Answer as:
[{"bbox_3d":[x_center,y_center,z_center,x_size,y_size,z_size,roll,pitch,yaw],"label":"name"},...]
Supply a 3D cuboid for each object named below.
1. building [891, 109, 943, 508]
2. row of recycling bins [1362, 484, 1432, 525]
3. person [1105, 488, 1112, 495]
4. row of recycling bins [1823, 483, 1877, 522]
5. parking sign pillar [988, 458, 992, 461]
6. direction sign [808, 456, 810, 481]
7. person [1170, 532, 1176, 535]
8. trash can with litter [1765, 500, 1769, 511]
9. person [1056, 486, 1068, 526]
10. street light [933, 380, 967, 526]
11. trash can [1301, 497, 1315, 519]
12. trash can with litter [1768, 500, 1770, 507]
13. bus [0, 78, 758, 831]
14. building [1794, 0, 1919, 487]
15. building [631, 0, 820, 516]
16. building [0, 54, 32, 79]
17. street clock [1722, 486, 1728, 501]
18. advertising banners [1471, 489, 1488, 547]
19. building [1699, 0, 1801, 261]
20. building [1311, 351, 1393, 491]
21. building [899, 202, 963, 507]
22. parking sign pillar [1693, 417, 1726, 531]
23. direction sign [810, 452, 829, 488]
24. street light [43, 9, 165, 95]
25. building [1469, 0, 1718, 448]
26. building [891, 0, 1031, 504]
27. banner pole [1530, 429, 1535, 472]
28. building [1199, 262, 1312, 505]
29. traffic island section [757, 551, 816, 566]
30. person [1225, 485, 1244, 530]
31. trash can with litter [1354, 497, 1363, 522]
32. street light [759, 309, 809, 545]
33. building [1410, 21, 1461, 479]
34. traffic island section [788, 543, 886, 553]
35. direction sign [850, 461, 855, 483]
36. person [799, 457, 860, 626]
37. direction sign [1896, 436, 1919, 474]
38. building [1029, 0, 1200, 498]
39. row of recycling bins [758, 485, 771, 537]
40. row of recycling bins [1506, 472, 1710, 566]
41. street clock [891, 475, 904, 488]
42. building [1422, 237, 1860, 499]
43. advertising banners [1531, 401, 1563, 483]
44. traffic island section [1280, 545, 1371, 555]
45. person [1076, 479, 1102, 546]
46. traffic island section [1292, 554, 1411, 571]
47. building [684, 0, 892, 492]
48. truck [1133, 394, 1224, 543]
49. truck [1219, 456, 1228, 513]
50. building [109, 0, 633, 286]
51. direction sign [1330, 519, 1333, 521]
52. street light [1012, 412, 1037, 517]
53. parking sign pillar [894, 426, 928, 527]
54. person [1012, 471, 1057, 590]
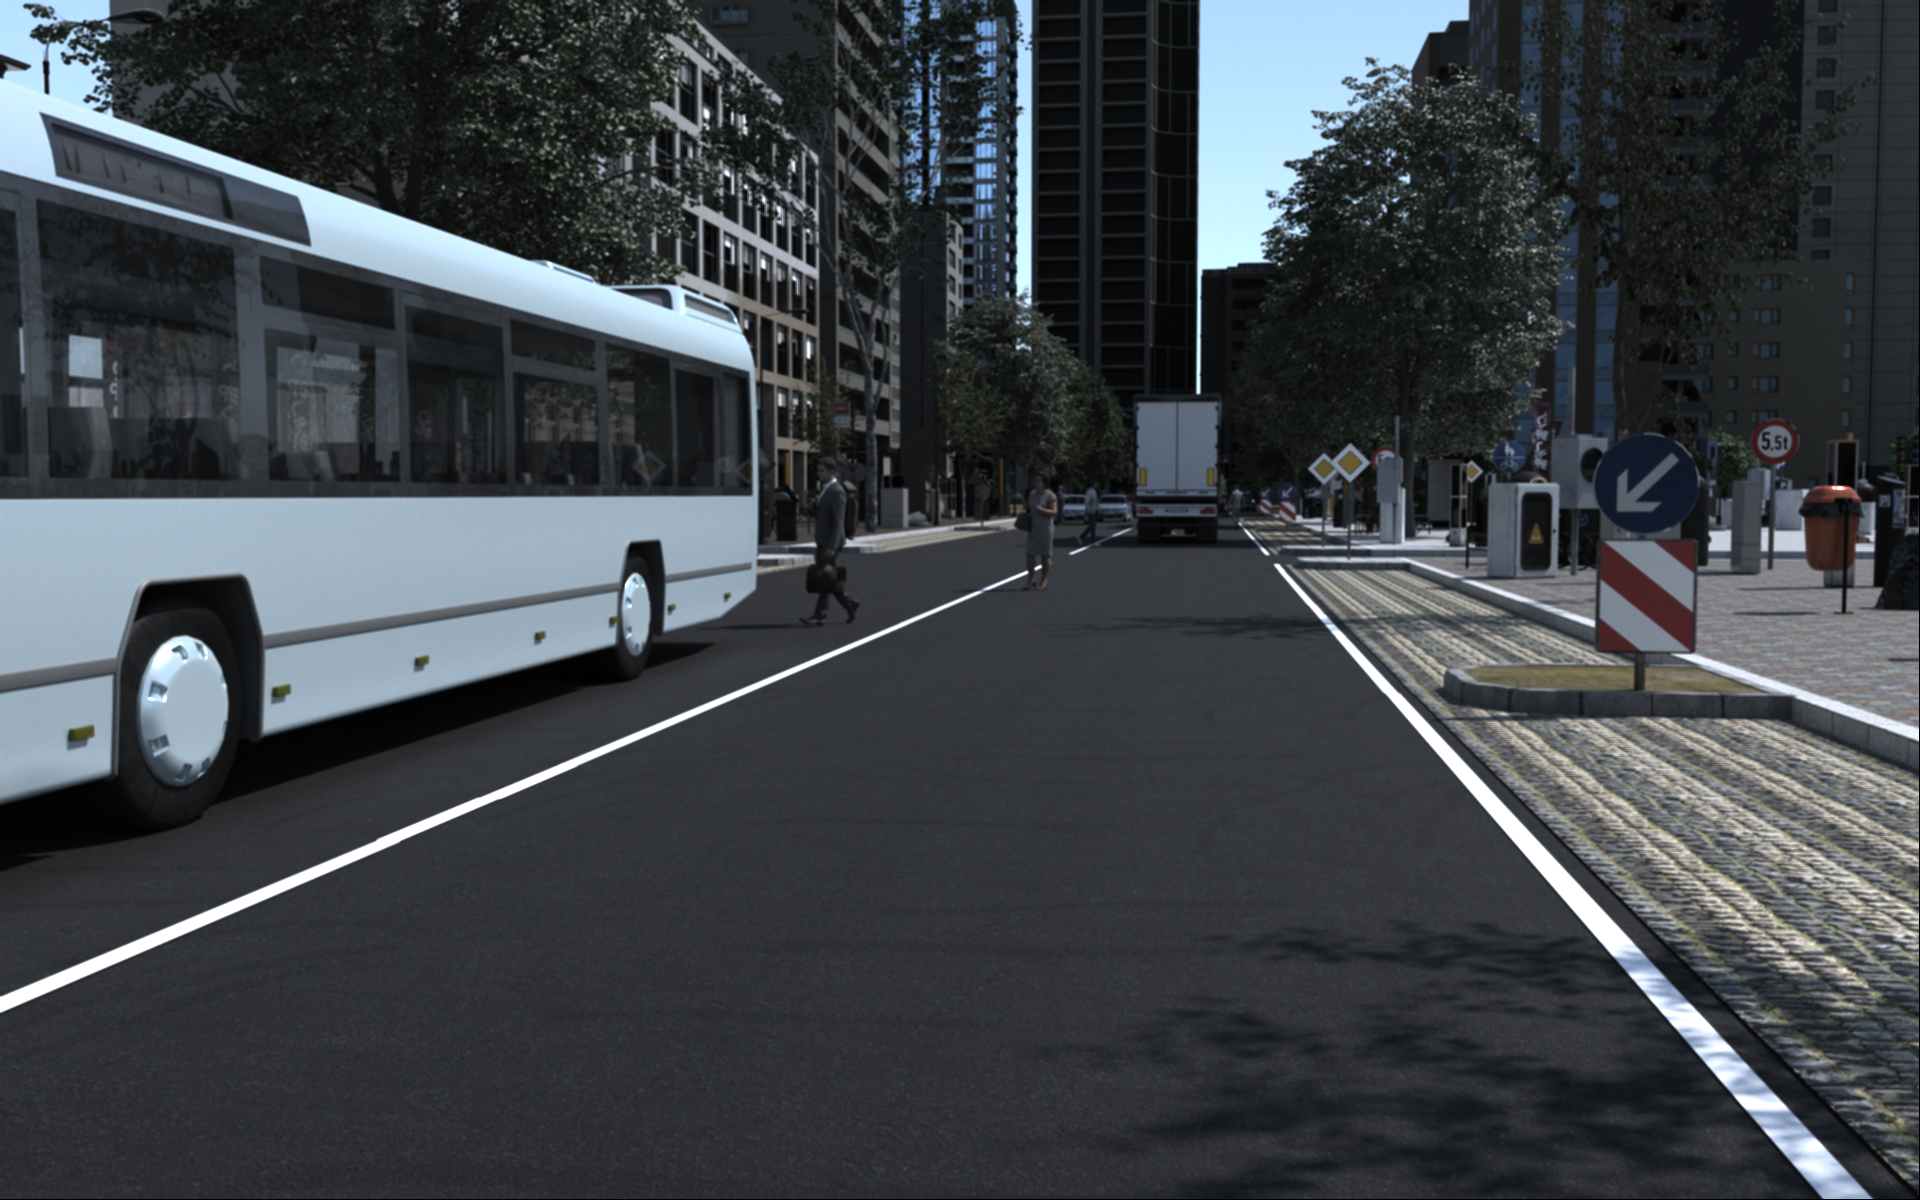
[{"bbox_3d":[-18.554,-28.366,155.668,32.217,40.220,23.993,1,4,8],"label":"building"},{"bbox_3d":[18.366,-3.986,72.289,1.069,1.692,3.534,-3,5,-42],"label":"row of recycling bins"},{"bbox_3d":[9.772,-6.495,114.471,0.659,1.850,0.755,-1,4,-12],"label":"person"},{"bbox_3d":[33.009,-3.468,63.817,1.069,1.692,3.534,-1,4,-14],"label":"row of recycling bins"},{"bbox_3d":[1.733,-7.604,112.799,1.447,3.967,1.447,1,4,12],"label":"parking sign pillar"},{"bbox_3d":[-8.619,-6.802,103.208,0.876,3.537,0.379,1,4,21],"label":"direction sign"},{"bbox_3d":[7.330,-3.218,61.096,0.573,1.828,0.580,2,4,29],"label":"person"},{"bbox_3d":[48.762,-5.707,104.362,1.678,1.210,2.233,-1,4,-20],"label":"trash can with litter"},{"bbox_3d":[4.586,-4.231,77.855,0.590,1.801,0.661,0,4,-8],"label":"person"},{"bbox_3d":[-0.420,-5.993,70.523,1.470,5.913,1.316,1,4,8],"label":"street light"},{"bbox_3d":[18.121,-4.803,90.187,0.748,1.137,0.748,0,3,0],"label":"trash can"},{"bbox_3d":[38.354,-4.296,81.625,1.055,1.170,0.624,-3,5,-44],"label":"trash can with litter"},{"bbox_3d":[-4.130,-0.944,10.300,2.948,3.499,13.247,0,4,8],"label":"bus"},{"bbox_3d":[90.284,-43.933,156.563,20.611,71.187,20.563,1,4,8],"label":"building"},{"bbox_3d":[-21.107,-17.897,97.135,19.350,26.468,34.151,1,4,8],"label":"building"},{"bbox_3d":[-58.175,-14.685,73.382,30.059,22.955,16.112,1,4,8],"label":"building"},{"bbox_3d":[37.721,-4.945,85.414,0.358,2.002,0.471,2,4,29],"label":"street clock"},{"bbox_3d":[13.425,-2.787,41.758,2.074,3.025,0.090,0,4,6],"label":"advertising banners"},{"bbox_3d":[69.706,-44.088,159.084,20.611,71.187,20.563,1,4,8],"label":"building"},{"bbox_3d":[59.622,-23.116,222.987,28.899,21.520,27.650,1,4,8],"label":"building"},{"bbox_3d":[-7.090,-24.681,175.230,14.107,30.474,14.160,1,4,8],"label":"building"},{"bbox_3d":[26.161,-4.424,60.797,1.447,3.967,1.447,3,5,42],"label":"parking sign pillar"},{"bbox_3d":[-7.476,-6.196,93.309,0.876,3.537,0.379,-1,4,-23],"label":"direction sign"},{"bbox_3d":[-8.311,-2.709,16.831,1.470,5.913,1.316,1,4,8],"label":"street light"},{"bbox_3d":[43.969,-28.908,122.758,14.600,45.320,14.200,1,4,8],"label":"building"},{"bbox_3d":[-5.459,-55.887,226.416,31.000,86.520,22.319,1,4,8],"label":"building"},{"bbox_3d":[19.713,-4.207,58.801,0.863,3.779,0.401,-1,4,-12],"label":"banner pole"},{"bbox_3d":[37.351,-27.368,219.171,14.107,30.474,14.160,1,4,8],"label":"building"},{"bbox_3d":[-4.168,-0.807,35.474,2.009,0.180,2.903,1,4,8],"label":"traffic island section"},{"bbox_3d":[11.077,-3.732,69.645,0.709,1.813,0.853,-2,4,-27],"label":"person"},{"bbox_3d":[18.514,-4.182,79.767,1.055,1.170,0.624,0,4,8],"label":"trash can with litter"},{"bbox_3d":[-4.467,-4.345,43.583,1.470,5.913,1.316,1,4,8],"label":"street light"},{"bbox_3d":[50.647,-31.508,165.259,14.600,45.320,14.200,1,4,8],"label":"building"},{"bbox_3d":[-3.013,-1.290,43.376,2.009,0.180,2.903,1,4,8],"label":"traffic island section"},{"bbox_3d":[-7.484,-7.667,117.357,0.876,3.537,0.379,2,4,35],"label":"direction sign"},{"bbox_3d":[-1.390,-0.636,18.870,0.822,1.834,0.622,-2,4,-31],"label":"person"},{"bbox_3d":[37.153,-4.640,67.868,0.876,3.537,0.379,1,4,22],"label":"direction sign"},{"bbox_3d":[20.308,-48.040,223.713,20.611,71.187,20.563,1,4,8],"label":"building"},{"bbox_3d":[-7.275,-2.671,50.791,3.534,1.692,1.069,-1,4,-23],"label":"row of recycling bins"},{"bbox_3d":[11.722,-1.495,31.561,3.534,1.692,1.069,1,4,14],"label":"row of recycling bins"},{"bbox_3d":[-2.407,-3.815,66.947,0.471,2.002,0.358,-1,4,-14],"label":"street clock"},{"bbox_3d":[54.393,-18.267,143.704,27.650,21.520,28.899,1,4,8],"label":"building"},{"bbox_3d":[11.716,-2.264,33.208,2.074,3.025,0.090,-2,4,-24],"label":"advertising banners"},{"bbox_3d":[8.753,-1.185,41.658,2.009,0.180,2.903,1,4,8],"label":"traffic island section"},{"bbox_3d":[3.544,-2.405,47.667,0.795,1.843,0.661,1,4,23],"label":"person"},{"bbox_3d":[7.599,-0.702,33.757,2.009,0.180,2.903,1,4,8],"label":"traffic island section"},{"bbox_3d":[-17.643,-31.079,131.848,21.300,48.544,21.600,1,4,8],"label":"building"},{"bbox_3d":[6.865,-3.988,54.117,2.839,4.237,11.283,0,4,8],"label":"truck"},{"bbox_3d":[19.114,-8.805,132.867,2.839,4.237,11.283,0,4,7],"label":"truck"},{"bbox_3d":[-22.253,-17.356,69.679,13.634,28.700,20.117,1,4,8],"label":"building"},{"bbox_3d":[17.742,-5.506,82.024,0.876,3.537,0.379,0,4,-5],"label":"direction sign"},{"bbox_3d":[3.654,-7.696,98.370,1.470,5.913,1.316,1,4,8],"label":"street light"},{"bbox_3d":[-1.992,-4.916,68.849,1.447,3.967,1.447,-3,5,-40],"label":"parking sign pillar"},{"bbox_3d":[1.077,-1.038,25.837,0.716,1.782,0.532,3,4,38],"label":"person"}]
